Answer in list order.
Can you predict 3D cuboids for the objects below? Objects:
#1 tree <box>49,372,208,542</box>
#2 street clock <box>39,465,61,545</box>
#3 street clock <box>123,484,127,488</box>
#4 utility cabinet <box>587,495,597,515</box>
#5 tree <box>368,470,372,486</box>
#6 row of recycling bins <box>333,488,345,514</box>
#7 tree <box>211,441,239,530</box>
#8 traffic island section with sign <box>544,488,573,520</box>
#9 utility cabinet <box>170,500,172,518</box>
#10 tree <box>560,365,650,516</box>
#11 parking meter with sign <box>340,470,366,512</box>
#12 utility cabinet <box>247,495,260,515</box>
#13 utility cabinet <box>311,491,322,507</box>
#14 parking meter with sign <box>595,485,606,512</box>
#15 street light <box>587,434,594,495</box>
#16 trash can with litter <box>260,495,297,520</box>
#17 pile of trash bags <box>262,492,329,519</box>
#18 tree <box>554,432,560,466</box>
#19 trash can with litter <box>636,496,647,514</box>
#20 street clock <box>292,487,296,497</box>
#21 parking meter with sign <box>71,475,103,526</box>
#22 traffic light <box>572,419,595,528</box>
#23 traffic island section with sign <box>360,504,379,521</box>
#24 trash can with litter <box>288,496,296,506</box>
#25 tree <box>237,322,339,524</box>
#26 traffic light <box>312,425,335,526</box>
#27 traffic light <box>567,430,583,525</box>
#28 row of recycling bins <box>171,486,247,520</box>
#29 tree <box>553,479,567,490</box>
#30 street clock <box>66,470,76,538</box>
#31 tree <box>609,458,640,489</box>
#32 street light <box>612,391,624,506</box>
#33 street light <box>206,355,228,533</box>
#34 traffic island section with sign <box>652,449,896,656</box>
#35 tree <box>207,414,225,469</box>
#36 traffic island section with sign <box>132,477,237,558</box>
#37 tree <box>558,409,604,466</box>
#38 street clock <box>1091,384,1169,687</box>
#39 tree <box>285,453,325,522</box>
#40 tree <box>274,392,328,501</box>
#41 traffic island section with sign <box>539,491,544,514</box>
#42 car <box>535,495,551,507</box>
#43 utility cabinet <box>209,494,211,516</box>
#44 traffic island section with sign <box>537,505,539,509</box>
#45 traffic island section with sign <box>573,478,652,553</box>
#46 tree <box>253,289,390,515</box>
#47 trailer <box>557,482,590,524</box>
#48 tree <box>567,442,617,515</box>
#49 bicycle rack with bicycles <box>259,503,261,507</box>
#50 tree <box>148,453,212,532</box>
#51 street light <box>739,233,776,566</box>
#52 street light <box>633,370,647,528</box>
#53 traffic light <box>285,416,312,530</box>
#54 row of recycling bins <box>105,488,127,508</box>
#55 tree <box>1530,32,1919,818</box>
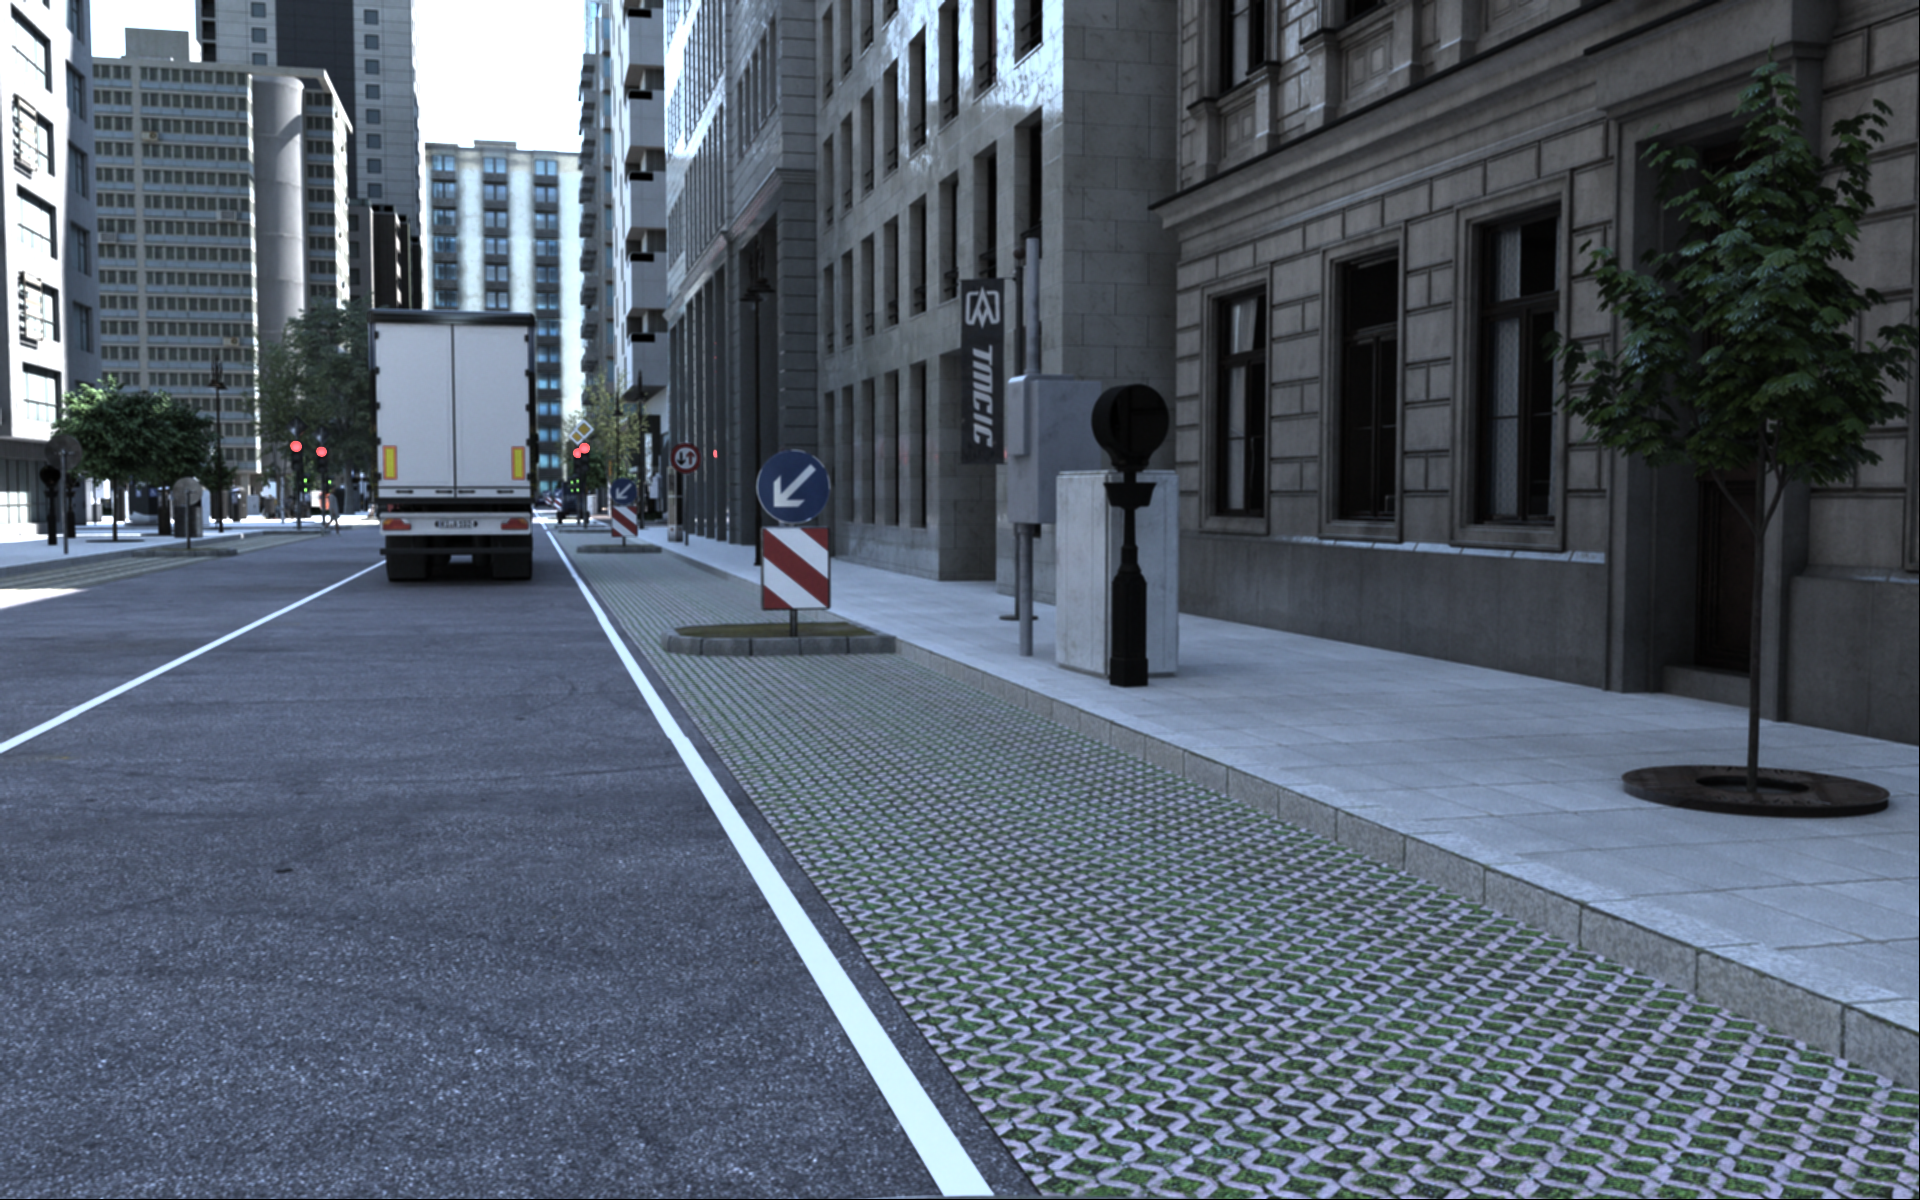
[{"bbox_3d":[-22.777,-3.844,46.571,4.285,4.588,4.351,0,3,0],"label":"tree"},{"bbox_3d":[-22.849,-2.384,43.549,0.471,2.002,0.358,-2,4,-24],"label":"street clock"},{"bbox_3d":[-58.868,-7.204,122.354,0.358,2.002,0.471,1,4,20],"label":"street clock"},{"bbox_3d":[-22.263,-5.725,104.765,0.306,1.237,1.020,-2,4,-31],"label":"utility cabinet"},{"bbox_3d":[-44.291,-9.202,134.166,4.285,4.588,4.351,0,3,0],"label":"tree"},{"bbox_3d":[-40.296,-6.457,112.677,1.069,1.692,3.534,-1,4,-10],"label":"row of recycling bins"},{"bbox_3d":[-26.723,-4.148,62.427,1.663,3.219,1.824,0,3,0],"label":"tree"},{"bbox_3d":[-21.917,-5.357,96.221,1.989,1.847,2.006,-1,4,-14],"label":"traffic island section with sign"},{"bbox_3d":[-42.321,-5.126,92.496,0.318,1.500,1.173,-2,4,-28],"label":"utility cabinet"},{"bbox_3d":[-20.079,-9.159,100.111,4.737,8.622,4.395,0,3,0],"label":"tree"},{"bbox_3d":[-43.274,-7.792,123.665,0.543,3.016,1.738,2,4,32],"label":"parking meter with sign"},{"bbox_3d":[-43.016,-5.740,105.014,0.306,1.237,1.020,3,4,38],"label":"utility cabinet"},{"bbox_3d":[-47.713,-7.302,128.068,0.318,1.500,1.173,2,4,26],"label":"utility cabinet"},{"bbox_3d":[-25.422,-7.635,121.085,1.738,3.016,0.543,2,4,29],"label":"parking meter with sign"},{"bbox_3d":[-23.747,-8.477,111.389,0.468,5.910,1.993,-1,4,-14],"label":"street light"},{"bbox_3d":[-33.709,-4.564,85.673,2.233,1.210,1.678,-2,4,-35],"label":"trash can with litter"},{"bbox_3d":[-34.497,-4.930,90.349,1.912,1.369,3.447,3,5,43],"label":"pile of trash bags"},{"bbox_3d":[-34.347,-12.565,155.801,4.737,8.622,4.395,0,3,0],"label":"tree"},{"bbox_3d":[-17.912,-5.337,98.651,1.055,1.170,0.624,1,4,18],"label":"trash can with litter"},{"bbox_3d":[-52.689,-8.121,137.342,0.471,2.002,0.358,-1,4,-12],"label":"street clock"},{"bbox_3d":[-39.127,-4.954,77.259,0.543,3.016,1.738,1,4,20],"label":"parking meter with sign"},{"bbox_3d":[-13.998,-4.622,64.496,0.839,4.253,0.868,-1,4,-14],"label":"traffic light"},{"bbox_3d":[-31.390,-5.213,93.855,1.989,1.847,2.006,-1,4,-14],"label":"traffic island section with sign"},{"bbox_3d":[-47.624,-6.865,123.631,0.624,1.170,1.055,0,4,-4],"label":"trash can with litter"},{"bbox_3d":[-29.231,-7.615,74.862,4.737,8.622,4.395,0,3,0],"label":"tree"},{"bbox_3d":[-25.653,-4.946,69.789,0.839,4.253,0.868,-1,4,-14],"label":"traffic light"},{"bbox_3d":[-15.947,-5.096,72.240,0.839,4.253,0.868,-1,4,-14],"label":"traffic light"},{"bbox_3d":[-37.612,-4.876,86.834,3.534,1.692,1.069,-3,4,-37],"label":"row of recycling bins"},{"bbox_3d":[-48.882,-13.258,211.361,1.663,3.219,1.824,0,3,0],"label":"tree"},{"bbox_3d":[-25.961,-2.811,50.530,0.358,2.002,0.471,0,4,-7],"label":"street clock"},{"bbox_3d":[-18.082,-5.983,92.428,1.663,3.219,1.824,0,3,0],"label":"tree"},{"bbox_3d":[-15.367,-6.423,77.812,0.468,5.910,1.993,-1,4,-14],"label":"street light"},{"bbox_3d":[-24.690,-5.193,57.701,0.468,5.910,1.993,-1,4,-14],"label":"street light"},{"bbox_3d":[-1.766,-0.461,16.163,1.989,1.847,2.006,-1,4,-14],"label":"traffic island section with sign"},{"bbox_3d":[-24.648,-4.286,53.797,4.285,4.588,4.351,0,3,0],"label":"tree"},{"bbox_3d":[-17.827,-1.915,39.938,1.989,1.847,2.006,-1,4,-14],"label":"traffic island section with sign"},{"bbox_3d":[-32.759,-12.207,149.948,4.360,8.622,3.978,0,3,0],"label":"tree"},{"bbox_3d":[1.131,-0.427,11.552,0.471,2.002,0.358,-2,4,-26],"label":"street clock"},{"bbox_3d":[-30.365,-5.223,80.004,1.663,3.219,1.824,0,3,0],"label":"tree"},{"bbox_3d":[-45.885,-10.411,120.577,4.360,8.622,3.978,0,3,0],"label":"tree"},{"bbox_3d":[-28.560,-6.971,122.611,1.989,1.847,2.006,-1,4,-14],"label":"traffic island section with sign"},{"bbox_3d":[-45.721,-10.841,189.826,1.945,1.354,3.894,-1,4,-14],"label":"car"},{"bbox_3d":[-44.073,-5.612,100.441,1.173,1.500,0.318,0,4,4],"label":"utility cabinet"},{"bbox_3d":[-40.837,-9.956,171.407,1.989,1.847,2.006,-1,4,-14],"label":"traffic island section with sign"},{"bbox_3d":[-8.398,-2.072,42.513,1.989,1.847,2.006,-1,4,-14],"label":"traffic island section with sign"},{"bbox_3d":[-37.864,-12.230,106.623,9.857,13.997,8.962,0,3,0],"label":"tree"},{"bbox_3d":[-18.293,-4.567,81.711,1.471,1.999,3.904,-1,4,-15],"label":"trailer"},{"bbox_3d":[-22.708,-7.582,107.687,4.285,4.588,4.351,0,3,0],"label":"tree"},{"bbox_3d":[-51.498,-6.955,127.103,2.925,0.926,2.852,2,4,26],"label":"bicycle rack with bicycles"},{"bbox_3d":[-26.774,-3.941,59.038,1.663,3.219,1.824,0,3,0],"label":"tree"},{"bbox_3d":[-3.617,-3.558,30.955,0.468,5.910,1.993,-1,4,-14],"label":"street light"},{"bbox_3d":[-11.876,-5.604,64.414,0.468,5.910,1.993,-1,4,-14],"label":"street light"},{"bbox_3d":[-23.703,-4.472,62.045,0.839,4.253,0.868,-1,4,-14],"label":"traffic light"},{"bbox_3d":[-54.308,-6.410,111.911,1.069,1.692,3.534,-3,5,-42],"label":"row of recycling bins"},{"bbox_3d":[3.492,-0.778,7.323,1.663,3.219,1.824,0,3,0],"label":"tree"}]
